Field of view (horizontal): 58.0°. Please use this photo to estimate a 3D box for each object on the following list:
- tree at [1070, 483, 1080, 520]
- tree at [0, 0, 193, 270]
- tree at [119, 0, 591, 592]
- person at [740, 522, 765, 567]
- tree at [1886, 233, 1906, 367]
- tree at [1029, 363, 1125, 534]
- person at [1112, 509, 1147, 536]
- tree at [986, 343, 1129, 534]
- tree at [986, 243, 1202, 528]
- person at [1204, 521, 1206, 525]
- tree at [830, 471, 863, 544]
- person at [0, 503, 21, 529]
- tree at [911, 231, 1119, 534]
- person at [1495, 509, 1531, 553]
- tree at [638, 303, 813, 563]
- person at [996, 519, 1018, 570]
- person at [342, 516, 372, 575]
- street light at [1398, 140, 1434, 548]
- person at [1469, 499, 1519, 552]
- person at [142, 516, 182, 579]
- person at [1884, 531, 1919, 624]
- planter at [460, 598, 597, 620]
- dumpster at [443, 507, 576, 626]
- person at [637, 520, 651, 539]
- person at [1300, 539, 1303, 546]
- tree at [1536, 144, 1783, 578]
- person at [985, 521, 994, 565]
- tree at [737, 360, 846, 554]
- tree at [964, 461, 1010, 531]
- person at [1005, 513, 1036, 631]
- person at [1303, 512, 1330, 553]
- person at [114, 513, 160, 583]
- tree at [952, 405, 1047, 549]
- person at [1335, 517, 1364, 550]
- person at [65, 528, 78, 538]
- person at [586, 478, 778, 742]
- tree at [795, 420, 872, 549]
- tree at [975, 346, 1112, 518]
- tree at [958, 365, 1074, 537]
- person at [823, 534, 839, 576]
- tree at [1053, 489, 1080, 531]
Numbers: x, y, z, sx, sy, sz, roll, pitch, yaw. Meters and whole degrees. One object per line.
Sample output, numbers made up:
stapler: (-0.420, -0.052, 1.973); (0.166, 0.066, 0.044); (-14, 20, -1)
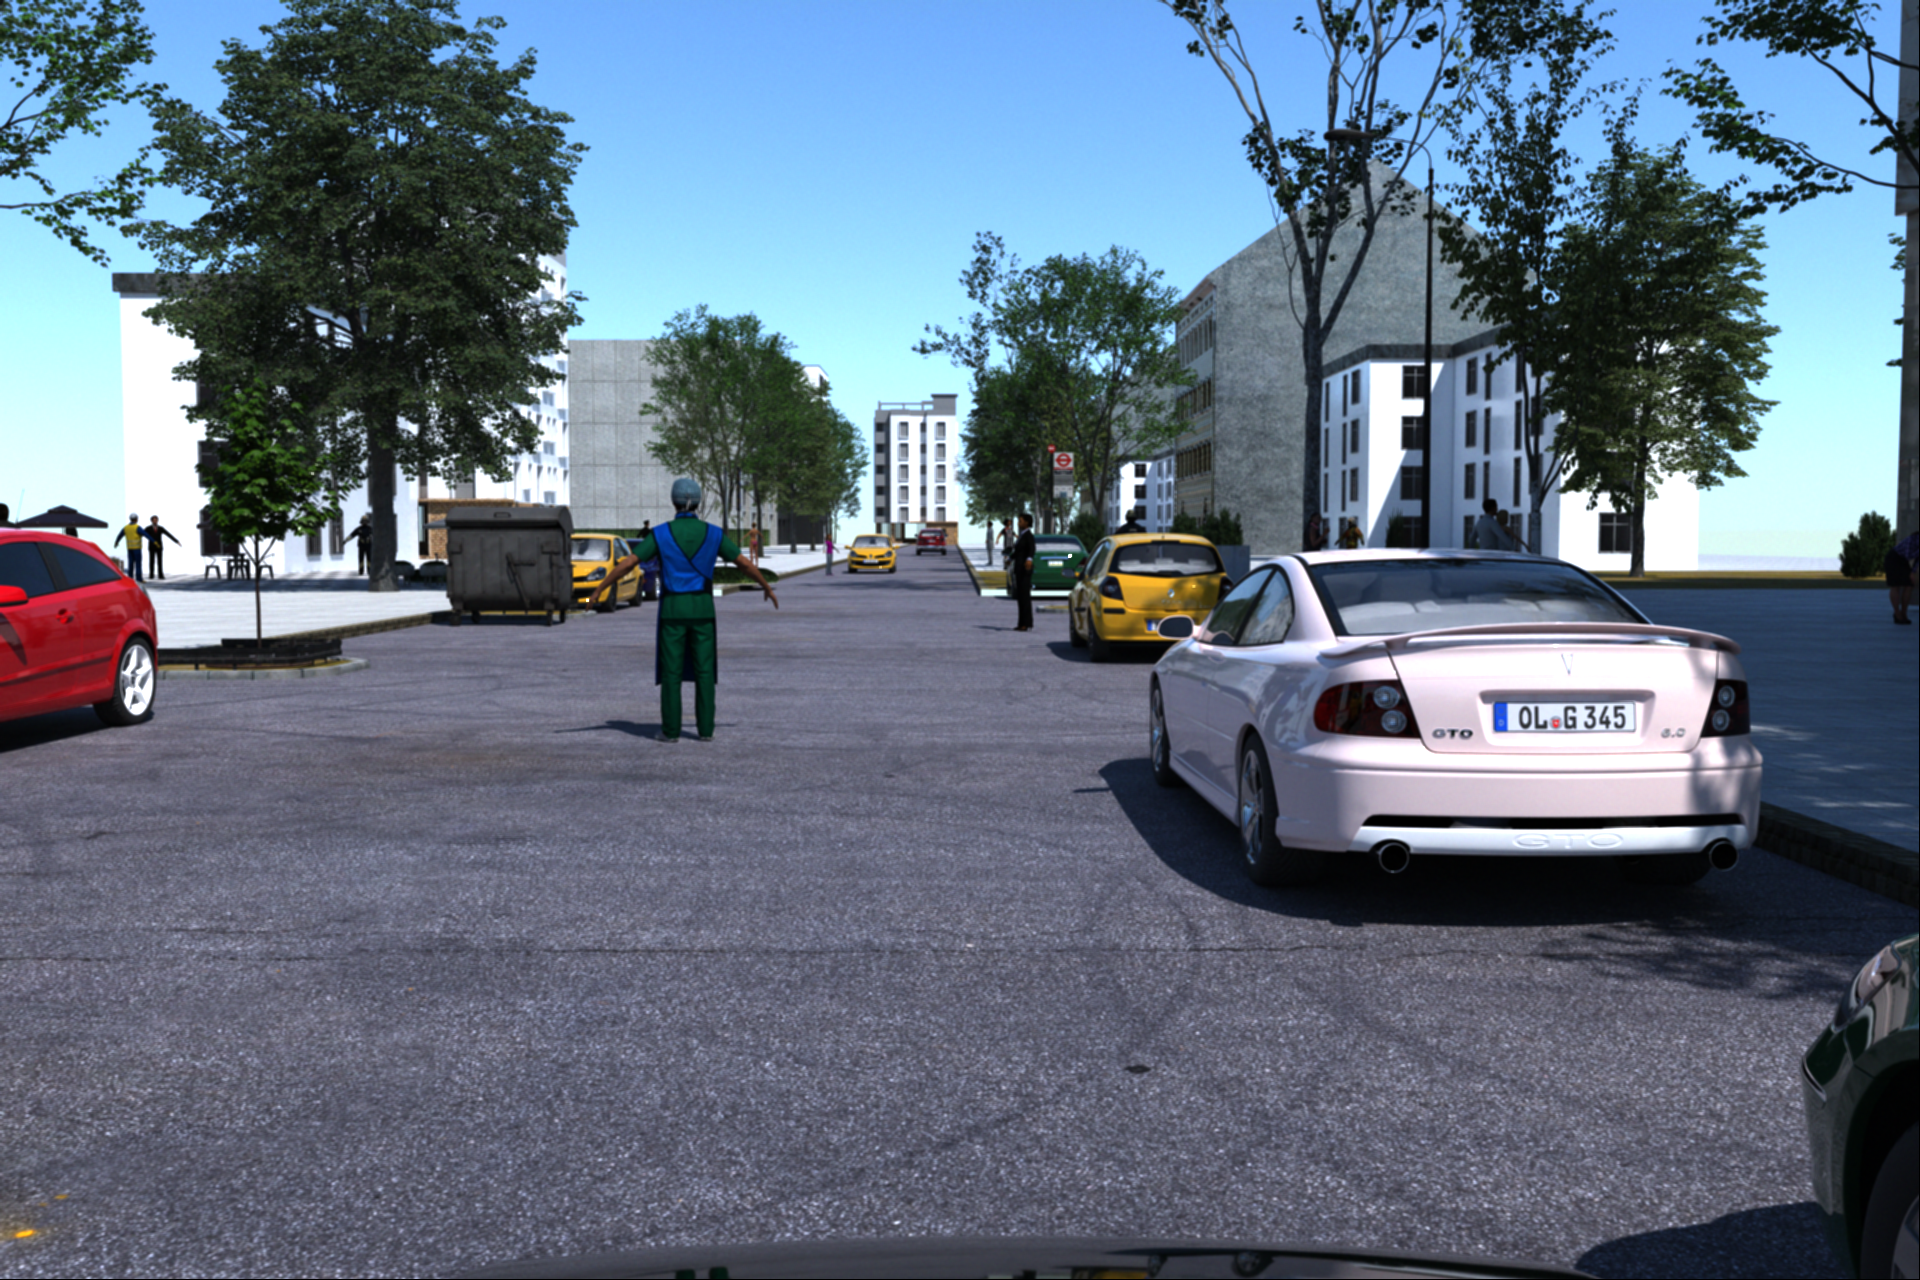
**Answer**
tree: (17.426, -17.619, 238.435); (4.360, 8.622, 3.978); (0, 3, 0)
tree: (-13.213, -5.788, 20.387); (9.928, 11.665, 9.643); (0, 3, 0)
tree: (-12.963, -8.045, 38.190); (9.857, 13.997, 8.962); (0, 3, 0)
person: (-8.062, -3.702, 67.325); (1.217, 1.733, 0.721); (-3, 5, -41)
tree: (25.902, -7.524, 41.150); (7.486, 12.596, 7.792); (0, 3, 0)
tree: (4.816, -7.645, 75.353); (4.737, 8.622, 4.395); (0, 3, 0)
person: (3.919, -2.081, 39.889); (1.351, 1.845, 0.704); (-1, 4, -14)
tree: (4.750, -9.199, 84.822); (7.601, 10.594, 8.767); (0, 4, 5)
tree: (5.023, -8.423, 63.464); (9.928, 11.665, 9.643); (0, 3, 0)
person: (9.867, -3.867, 69.076); (0.705, 1.847, 1.347); (0, 4, 7)
tree: (-16.348, -18.104, 230.415); (7.601, 10.594, 8.767); (0, 4, 2)
person: (-14.326, -1.170, 25.893); (1.215, 1.744, 0.721); (-3, 5, -40)
tree: (3.788, -15.492, 109.188); (12.611, 20.169, 13.585); (0, 3, 0)
person: (10.488, -1.629, 33.251); (0.721, 1.753, 1.214); (-2, 4, -26)
tree: (-10.447, -9.275, 77.399); (9.928, 11.665, 9.643); (0, 3, 0)
person: (1.729, -3.390, 61.565); (1.345, 1.843, 0.704); (-3, 5, -42)
person: (-18.488, -2.938, 53.813); (1.354, 1.856, 0.705); (-1, 4, -21)
street light: (5.947, -2.904, 20.022); (1.470, 5.913, 1.316); (0, 4, -1)
person: (8.002, -1.220, 26.109); (0.704, 1.810, 1.344); (-1, 4, -16)
person: (-22.913, -2.640, 49.343); (1.347, 1.806, 0.705); (-2, 4, -35)
person: (13.455, -0.933, 24.524); (0.421, 1.427, 0.697); (-2, 4, -26)
planter: (-7.358, -0.534, 29.875); (1.991, 0.319, 1.994); (0, 4, -1)
dumpster: (-7.094, -1.169, 27.332); (1.865, 1.857, 1.264); (0, 4, -1)
person: (-12.326, -3.812, 68.257); (1.347, 1.837, 0.705); (2, 4, 35)
person: (15.152, -4.034, 75.220); (0.991, 1.433, 0.599); (-2, 4, -27)
tree: (20.432, -8.134, 51.111); (7.486, 12.596, 7.792); (0, 3, 0)
person: (1.200, -3.982, 71.289); (0.705, 1.806, 1.347); (0, 4, 4)
tree: (-11.256, -11.964, 113.740); (7.486, 12.596, 7.792); (0, 3, 0)
tree: (4.298, -19.410, 235.485); (7.486, 12.596, 7.792); (0, 3, 0)
person: (0.875, -1.005, 25.613); (0.721, 1.740, 1.216); (-1, 4, -13)
person: (5.911, -1.289, 28.591); (0.415, 1.643, 0.593); (-3, 5, -42)
person: (-21.596, -2.409, 45.355); (1.349, 1.833, 0.705); (1, 4, 12)
tree: (4.357, -14.344, 144.889); (12.009, 13.543, 11.850); (0, 3, 0)
person: (13.022, -3.175, 57.684); (0.705, 1.858, 1.354); (-2, 4, -30)
person: (-23.278, -2.402, 45.494); (0.704, 1.802, 1.346); (-1, 4, -18)
person: (-1.900, -0.209, 12.001); (1.347, 1.817, 0.704); (-1, 4, -20)
tree: (-11.031, -13.465, 145.910); (9.928, 11.665, 9.643); (0, 3, 0)
tree: (4.607, -10.405, 95.880); (9.928, 11.665, 9.643); (0, 3, 0)
tree: (4.714, -13.665, 130.079); (9.857, 13.997, 8.962); (0, 3, 0)
person: (-4.471, -2.950, 59.958); (0.599, 1.433, 0.991); (2, 4, 27)
tree: (13.958, -17.206, 231.678); (4.737, 8.622, 4.395); (0, 3, 0)
